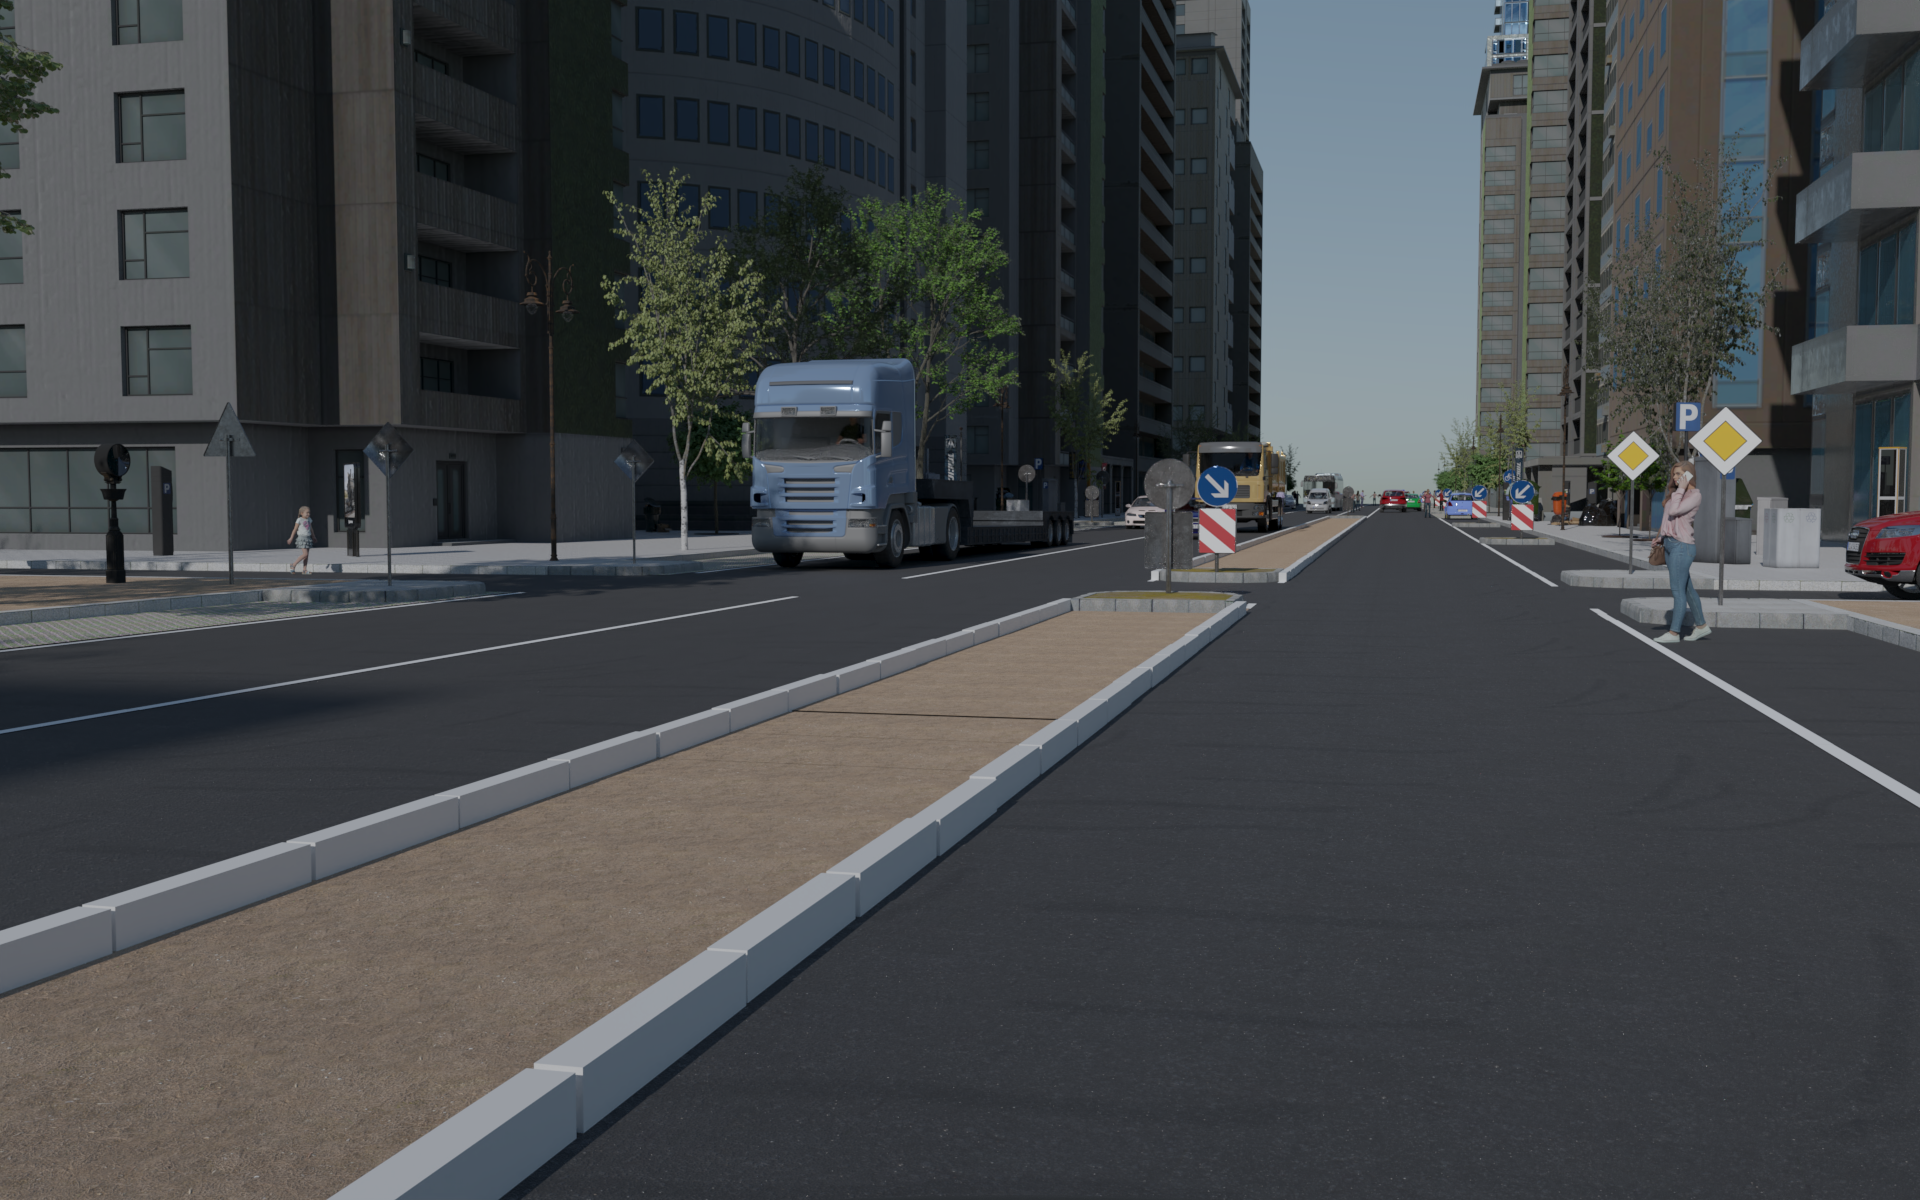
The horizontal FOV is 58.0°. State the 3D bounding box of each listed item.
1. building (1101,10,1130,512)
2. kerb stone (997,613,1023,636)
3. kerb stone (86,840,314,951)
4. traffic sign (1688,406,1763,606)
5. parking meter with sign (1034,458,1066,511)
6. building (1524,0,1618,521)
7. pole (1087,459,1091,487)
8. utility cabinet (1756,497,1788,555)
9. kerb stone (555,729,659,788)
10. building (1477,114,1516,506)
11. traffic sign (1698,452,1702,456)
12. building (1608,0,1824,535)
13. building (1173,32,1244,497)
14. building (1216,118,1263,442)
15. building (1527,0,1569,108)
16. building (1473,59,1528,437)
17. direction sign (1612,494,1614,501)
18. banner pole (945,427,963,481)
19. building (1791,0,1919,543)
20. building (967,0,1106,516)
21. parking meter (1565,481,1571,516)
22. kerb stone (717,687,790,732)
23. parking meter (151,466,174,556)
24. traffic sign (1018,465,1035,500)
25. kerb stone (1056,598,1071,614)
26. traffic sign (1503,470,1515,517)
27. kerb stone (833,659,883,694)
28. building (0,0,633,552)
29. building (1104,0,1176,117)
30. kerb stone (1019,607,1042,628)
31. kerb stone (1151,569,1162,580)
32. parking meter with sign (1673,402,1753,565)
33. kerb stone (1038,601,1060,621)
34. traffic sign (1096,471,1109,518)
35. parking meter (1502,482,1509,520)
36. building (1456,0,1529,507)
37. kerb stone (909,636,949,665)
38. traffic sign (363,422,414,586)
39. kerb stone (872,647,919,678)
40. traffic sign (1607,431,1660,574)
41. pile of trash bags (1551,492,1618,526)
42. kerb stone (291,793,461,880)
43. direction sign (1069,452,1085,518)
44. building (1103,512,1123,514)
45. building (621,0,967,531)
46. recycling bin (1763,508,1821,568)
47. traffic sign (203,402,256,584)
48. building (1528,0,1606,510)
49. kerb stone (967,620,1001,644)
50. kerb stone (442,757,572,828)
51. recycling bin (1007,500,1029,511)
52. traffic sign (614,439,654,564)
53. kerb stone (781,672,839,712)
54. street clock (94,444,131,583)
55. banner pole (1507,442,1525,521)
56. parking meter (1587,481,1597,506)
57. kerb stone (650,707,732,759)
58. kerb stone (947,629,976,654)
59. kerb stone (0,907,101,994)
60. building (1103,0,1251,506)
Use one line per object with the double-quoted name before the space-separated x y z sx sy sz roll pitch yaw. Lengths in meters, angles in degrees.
"building" 10.678 -44.105 159.373 20.563 71.187 20.611 1 4 14
"kerb stone" 0.460 0.268 17.806 0.120 0.150 1.000 1 4 14
"kerb stone" -2.560 0.998 5.882 0.120 0.150 1.000 1 4 14
"traffic sign" 8.757 -0.993 19.885 0.795 2.450 0.064 1 4 14
"parking meter with sign" 4.422 -5.400 84.543 1.738 3.016 0.543 -3 5 -44
"building" 44.824 -23.969 83.768 32.217 40.220 23.993 1 4 14
"pole" 7.367 -6.436 99.079 0.158 3.312 0.155 0 3 0
"utility cabinet" 17.180 -1.557 36.626 0.306 1.237 1.020 3 5 44
"kerb stone" -1.817 0.816 8.860 0.120 0.150 1.000 1 4 14
"building" 63.770 -30.872 188.345 14.154 41.232 14.086 1 4 14
"traffic sign" 14.583 -2.032 33.322 0.768 2.556 0.104 1 4 21
"building" 30.385 -24.960 58.211 14.600 45.320 14.200 1 4 14
"building" 18.074 -37.732 206.150 28.713 52.752 27.495 1 4 14
"building" 28.318 -37.019 228.968 21.300 48.544 21.600 1 4 14
"building" 49.616 -27.303 130.000 14.154 41.232 14.086 1 4 14
"building" 76.219 -37.745 206.369 28.713 52.752 27.495 1 4 14
"direction sign" 27.628 -4.971 73.281 0.379 3.537 0.876 1 4 22
"banner pole" -0.182 -4.561 64.589 0.863 3.779 0.401 -1 4 -10
"building" 34.008 -25.405 34.974 30.456 49.044 23.786 1 4 14
"building" 0.259 -25.428 99.344 14.154 41.232 14.086 1 4 14
"parking meter" 26.335 -4.253 75.253 0.255 1.863 0.399 2 4 34
"kerb stone" -1.306 0.694 10.844 0.120 0.150 1.000 1 4 14
"parking meter" -16.623 -1.859 36.103 0.255 1.863 0.399 1 4 12
"traffic sign" 2.879 -4.585 75.064 0.768 2.556 0.104 1 4 20
"kerb stone" 1.204 0.086 20.794 0.120 0.150 1.000 1 4 14
"traffic sign" 28.785 -5.532 90.558 0.768 2.556 0.104 1 4 20
"kerb stone" -0.795 0.577 12.836 0.120 0.150 1.000 1 4 14
"building" -17.925 -16.668 44.229 14.160 30.474 14.107 1 4 14
"building" 5.356 -31.558 139.678 21.300 48.544 21.600 1 4 14
"kerb stone" 0.707 0.208 18.798 0.120 0.150 1.000 1 4 14
"kerb stone" 3.364 -0.432 29.282 0.120 0.150 1.000 1 4 14
"parking meter with sign" 14.036 -2.199 32.219 0.543 3.016 1.738 -1 4 -15
"kerb stone" 0.956 0.149 19.802 0.120 0.150 1.000 1 4 14
"traffic sign" 7.720 -5.739 93.943 0.768 2.556 0.104 1 4 23
"parking meter" 26.704 -4.833 84.733 0.255 1.863 0.399 1 4 9
"building" 80.054 -56.380 234.481 22.319 86.520 31.000 1 4 14
"kerb stone" -0.304 0.450 14.832 0.120 0.150 1.000 1 4 14
"traffic sign" -7.958 -1.252 24.119 0.795 2.450 0.064 1 4 14
"kerb stone" -0.543 0.512 13.828 0.120 0.150 1.000 1 4 14
"traffic sign" 10.715 -1.467 27.627 0.795 2.450 0.064 1 4 14
"pile of trash bags" 25.435 -3.652 69.464 3.447 1.369 1.912 0 4 -2
"kerb stone" -2.308 0.937 6.875 0.120 0.150 1.000 1 4 14
"direction sign" 6.268 -6.165 92.799 0.876 3.537 0.379 0 4 -8
"building" 1.183 -41.562 117.786 20.563 71.187 20.611 1 4 14
"building" -13.274 -32.429 72.219 21.231 58.520 28.212 1 4 14
"recycling bin" 14.513 -1.081 30.231 0.722 1.027 0.722 0 4 5
"traffic sign" -10.356 -1.501 24.544 0.884 2.594 0.081 1 4 17
"building" 48.623 -41.176 111.476 20.563 71.187 20.611 1 4 14
"kerb stone" 0.201 0.329 16.817 0.120 0.150 1.000 1 4 14
"kerb stone" -2.063 0.878 7.868 0.120 0.150 1.000 1 4 14
"recycling bin" 2.477 -3.769 74.170 0.722 1.027 0.722 3 4 39
"traffic sign" -5.999 -1.726 31.861 0.795 2.450 0.064 1 4 14
"kerb stone" -1.058 0.634 11.837 0.120 0.150 1.000 1 4 14
"street clock" -12.175 -1.245 24.923 0.358 2.002 0.471 1 4 15
"banner pole" 26.565 -5.672 82.753 0.401 3.779 0.863 -2 4 -29
"parking meter" 27.482 -4.258 75.334 0.399 1.863 0.255 2 4 28
"kerb stone" -1.555 0.760 9.853 0.120 0.150 1.000 1 4 14
"kerb stone" -0.055 0.398 15.824 0.120 0.150 1.000 1 4 14
"kerb stone" -2.805 1.058 4.890 0.120 0.150 1.000 1 4 14
"building" 32.955 -49.577 248.835 20.563 71.187 20.611 1 4 14
